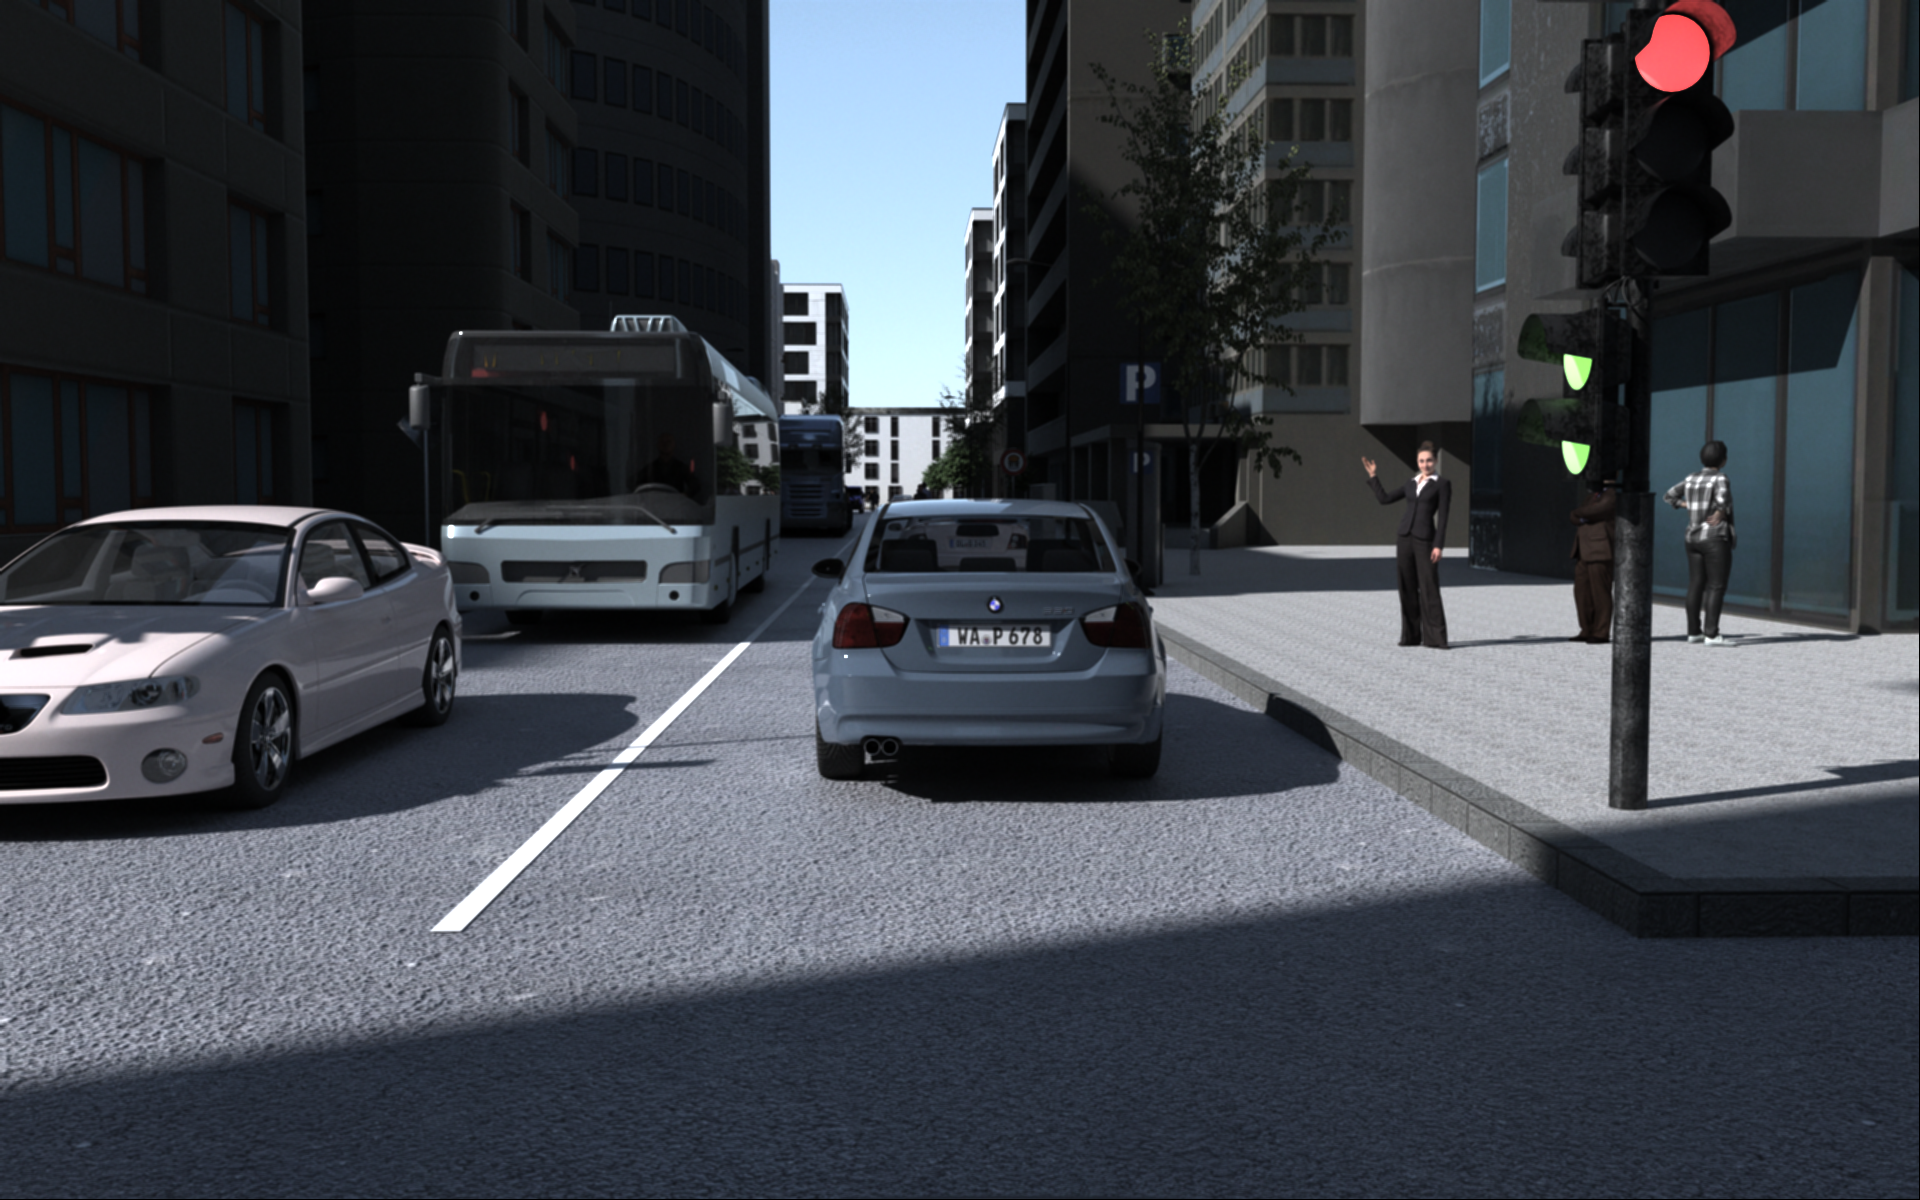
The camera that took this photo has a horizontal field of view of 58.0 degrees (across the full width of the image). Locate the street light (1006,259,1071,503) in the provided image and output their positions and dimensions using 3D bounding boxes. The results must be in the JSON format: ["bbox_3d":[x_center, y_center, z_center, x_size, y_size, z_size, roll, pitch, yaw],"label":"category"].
[{"bbox_3d":[1.615,-3.783,34.392,1.470,5.913,1.316,0,4,-2],"label":"street light"}]

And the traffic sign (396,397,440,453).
[{"bbox_3d":[-6.971,-1.399,22.615,0.795,2.593,0.064,0,4,4],"label":"traffic sign"}]

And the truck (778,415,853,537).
[{"bbox_3d":[-5.372,-4.573,64.523,2.967,4.110,18.799,0,4,-3],"label":"truck"}]

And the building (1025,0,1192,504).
[{"bbox_3d":[14.075,-27.314,70.285,21.300,48.544,21.600,0,4,-2],"label":"building"}]

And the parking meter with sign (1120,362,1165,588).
[{"bbox_3d":[2.554,-1.688,23.857,0.543,3.016,1.738,1,4,11],"label":"parking meter with sign"}]

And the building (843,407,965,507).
[{"bbox_3d":[2.470,-14.082,172.380,28.070,9.664,9.099,0,4,-2],"label":"building"}]

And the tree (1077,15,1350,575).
[{"bbox_3d":[3.760,-4.691,27.066,4.737,8.622,4.395,0,3,0],"label":"tree"}]

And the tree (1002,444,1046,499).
[{"bbox_3d":[2.219,-4.356,65.830,1.663,3.219,1.824,0,3,0],"label":"tree"}]

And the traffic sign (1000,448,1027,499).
[{"bbox_3d":[1.500,-2.952,48.378,0.768,2.556,0.104,0,4,4],"label":"traffic sign"}]

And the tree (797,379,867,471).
[{"bbox_3d":[-10.905,-12.599,140.409,7.601,10.594,8.767,0,4,7],"label":"tree"}]

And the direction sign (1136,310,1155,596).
[{"bbox_3d":[2.280,-1.825,21.840,0.379,3.537,0.876,0,4,8],"label":"direction sign"}]

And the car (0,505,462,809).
[{"bbox_3d":[-4.098,0.182,9.380,2.083,1.381,4.827,0,4,-1],"label":"car"}]

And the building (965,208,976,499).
[{"bbox_3d":[14.254,-18.144,140.629,27.936,21.610,32.646,0,4,-2],"label":"building"}]

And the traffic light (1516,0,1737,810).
[{"bbox_3d":[2.717,-1.104,6.979,0.839,4.253,0.868,0,4,-2],"label":"traffic light"}]

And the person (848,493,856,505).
[{"bbox_3d":[-7.775,-6.731,118.639,1.348,1.812,0.705,-1,4,-11],"label":"person"}]

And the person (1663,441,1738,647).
[{"bbox_3d":[6.364,-0.489,14.759,0.376,1.734,0.841,0,4,-6],"label":"person"}]

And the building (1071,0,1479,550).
[{"bbox_3d":[19.611,-21.762,47.692,32.217,40.220,23.993,0,4,-2],"label":"building"}]

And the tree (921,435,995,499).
[{"bbox_3d":[0.230,-6.921,96.870,4.285,4.588,4.351,0,3,0],"label":"tree"}]

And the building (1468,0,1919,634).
[{"bbox_3d":[22.009,-24.459,19.514,30.456,49.044,23.786,0,4,-2],"label":"building"}]

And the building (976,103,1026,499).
[{"bbox_3d":[15.830,-16.123,107.584,27.936,21.610,32.646,0,4,-2],"label":"building"}]

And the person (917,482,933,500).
[{"bbox_3d":[-1.211,-3.142,59.744,0.709,1.838,0.599,0,4,5],"label":"person"}]

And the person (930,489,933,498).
[{"bbox_3d":[-1.993,-5.896,105.709,0.742,1.727,0.445,0,4,4],"label":"person"}]

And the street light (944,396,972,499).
[{"bbox_3d":[-0.047,-6.699,82.076,1.470,5.913,1.316,0,4,-2],"label":"street light"}]

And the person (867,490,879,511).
[{"bbox_3d":[-7.470,-8.503,147.531,1.348,1.822,0.705,-3,5,-44],"label":"person"}]

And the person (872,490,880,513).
[{"bbox_3d":[-6.015,-6.994,123.766,0.541,1.710,0.530,1,4,16],"label":"person"}]

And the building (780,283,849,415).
[{"bbox_3d":[-28.237,-20.656,181.701,32.646,21.610,27.936,0,4,-2],"label":"building"}]

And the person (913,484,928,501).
[{"bbox_3d":[-1.257,-2.945,57.184,0.617,1.759,0.750,-1,4,-14],"label":"person"}]

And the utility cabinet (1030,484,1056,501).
[{"bbox_3d":[1.740,-1.718,36.771,0.318,1.500,1.173,-1,4,-11],"label":"utility cabinet"}]

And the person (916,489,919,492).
[{"bbox_3d":[-2.002,-4.920,89.770,0.721,1.723,1.217,2,4,26],"label":"person"}]

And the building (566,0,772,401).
[{"bbox_3d":[-18.718,-31.948,64.352,21.231,58.520,28.212,0,4,-2],"label":"building"}]

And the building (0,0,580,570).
[{"bbox_3d":[-22.991,-11.241,28.827,27.650,21.520,28.899,0,4,-2],"label":"building"}]

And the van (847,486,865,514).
[{"bbox_3d":[-8.127,-7.607,128.757,2.240,2.365,5.245,0,4,-1],"label":"van"}]

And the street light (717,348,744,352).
[{"bbox_3d":[-7.543,-5.048,55.069,1.470,5.913,1.316,0,4,-2],"label":"street light"}]

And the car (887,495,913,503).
[{"bbox_3d":[-4.038,-6.664,121.316,2.083,1.381,4.827,0,4,-3],"label":"car"}]

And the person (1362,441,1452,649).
[{"bbox_3d":[3.734,-0.469,14.515,0.742,1.727,0.445,1,4,16],"label":"person"}]

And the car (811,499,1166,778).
[{"bbox_3d":[0.115,0.120,10.041,2.014,1.417,4.499,0,4,-1],"label":"car"}]

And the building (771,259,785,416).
[{"bbox_3d":[-20.863,-16.553,127.055,16.016,20.091,11.380,0,4,-2],"label":"building"}]

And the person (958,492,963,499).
[{"bbox_3d":[0.075,-7.155,126.263,0.421,1.427,0.697,2,4,23],"label":"person"}]

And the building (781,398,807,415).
[{"bbox_3d":[-27.670,-12.789,151.244,28.070,9.664,9.099,0,4,-2],"label":"building"}]

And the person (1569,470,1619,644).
[{"bbox_3d":[5.446,-0.399,14.840,0.388,1.546,0.482,0,4,-4],"label":"person"}]

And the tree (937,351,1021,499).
[{"bbox_3d":[0.921,-8.435,88.282,4.360,8.622,3.978,0,3,0],"label":"tree"}]

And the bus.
[{"bbox_3d":[-3.911,-1.656,21.932,2.948,3.499,13.247,0,4,-3],"label":"bus"}]
